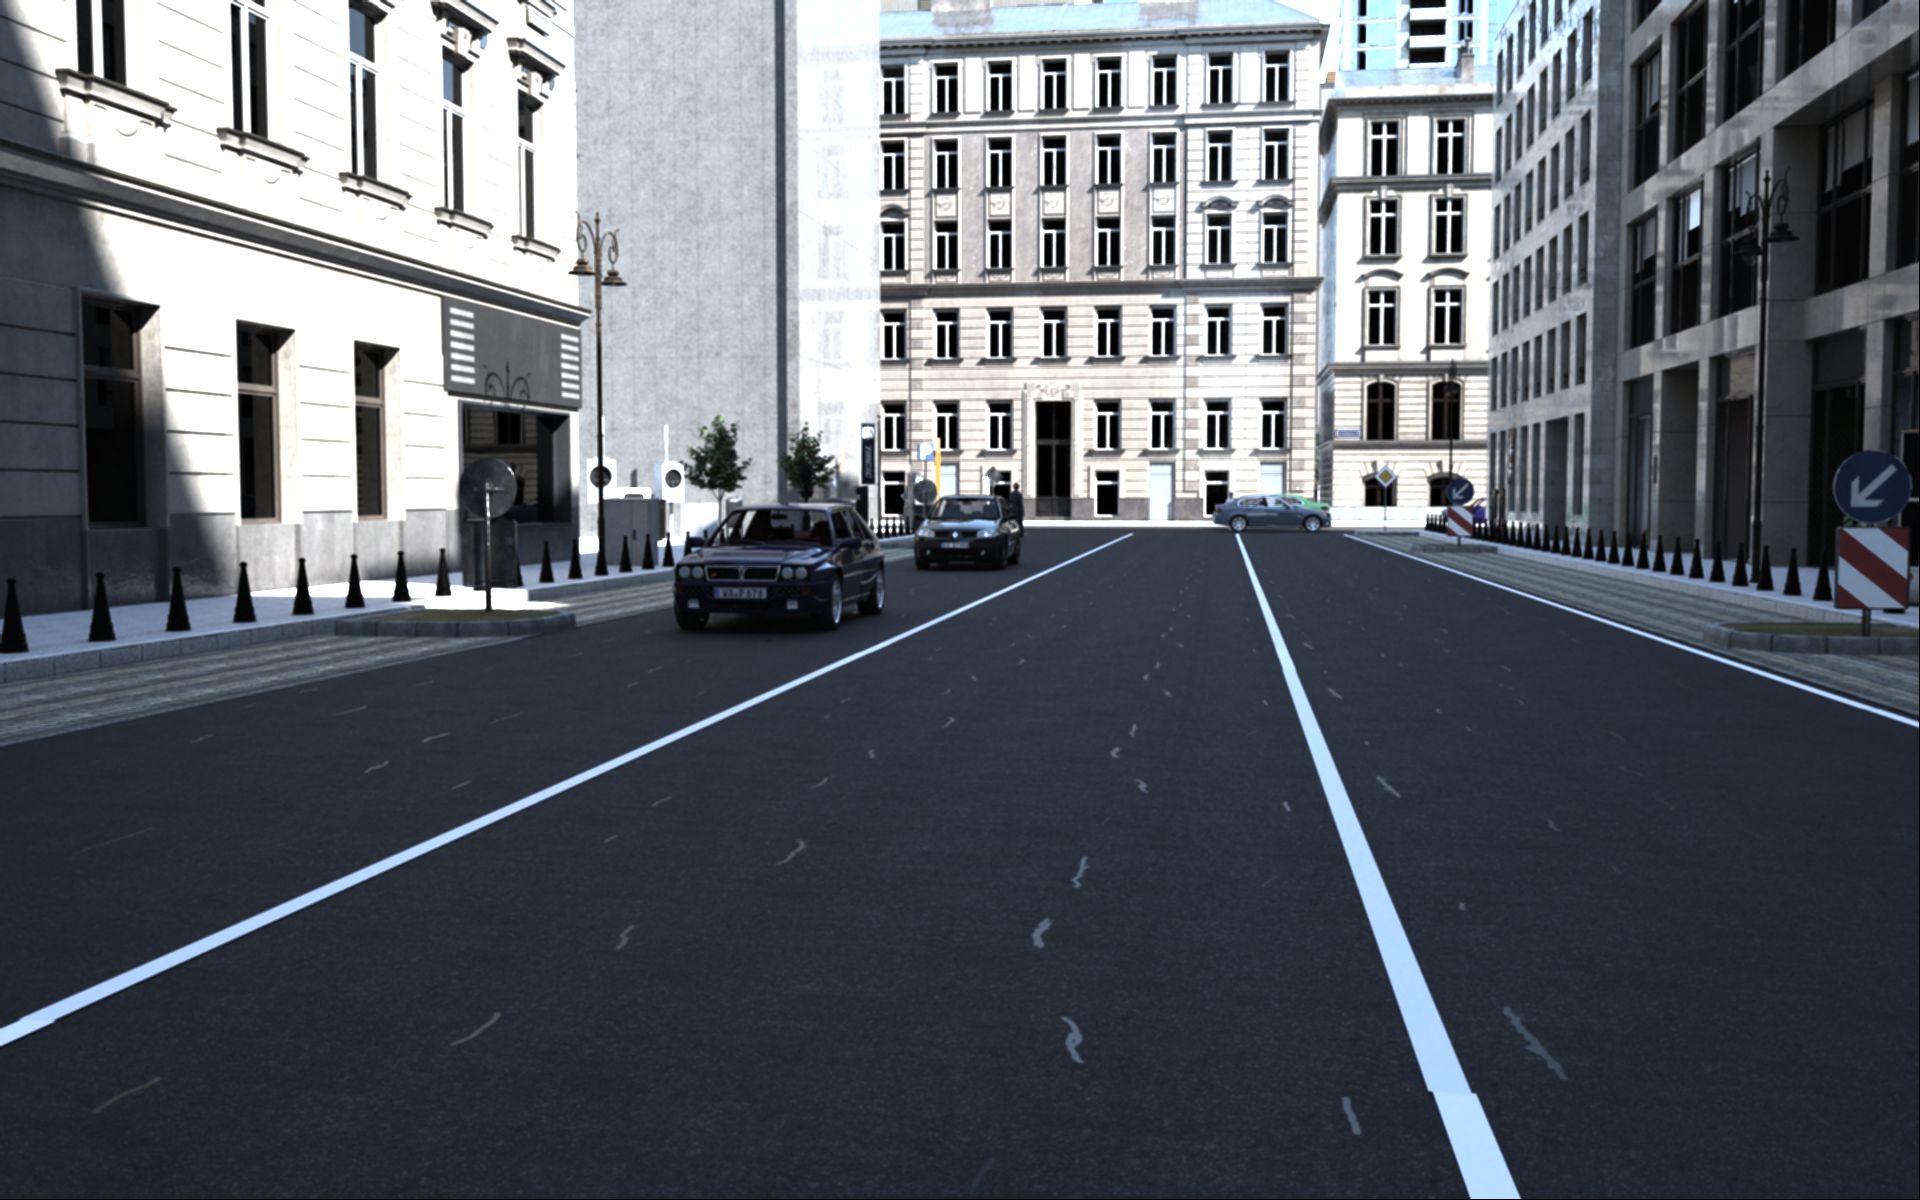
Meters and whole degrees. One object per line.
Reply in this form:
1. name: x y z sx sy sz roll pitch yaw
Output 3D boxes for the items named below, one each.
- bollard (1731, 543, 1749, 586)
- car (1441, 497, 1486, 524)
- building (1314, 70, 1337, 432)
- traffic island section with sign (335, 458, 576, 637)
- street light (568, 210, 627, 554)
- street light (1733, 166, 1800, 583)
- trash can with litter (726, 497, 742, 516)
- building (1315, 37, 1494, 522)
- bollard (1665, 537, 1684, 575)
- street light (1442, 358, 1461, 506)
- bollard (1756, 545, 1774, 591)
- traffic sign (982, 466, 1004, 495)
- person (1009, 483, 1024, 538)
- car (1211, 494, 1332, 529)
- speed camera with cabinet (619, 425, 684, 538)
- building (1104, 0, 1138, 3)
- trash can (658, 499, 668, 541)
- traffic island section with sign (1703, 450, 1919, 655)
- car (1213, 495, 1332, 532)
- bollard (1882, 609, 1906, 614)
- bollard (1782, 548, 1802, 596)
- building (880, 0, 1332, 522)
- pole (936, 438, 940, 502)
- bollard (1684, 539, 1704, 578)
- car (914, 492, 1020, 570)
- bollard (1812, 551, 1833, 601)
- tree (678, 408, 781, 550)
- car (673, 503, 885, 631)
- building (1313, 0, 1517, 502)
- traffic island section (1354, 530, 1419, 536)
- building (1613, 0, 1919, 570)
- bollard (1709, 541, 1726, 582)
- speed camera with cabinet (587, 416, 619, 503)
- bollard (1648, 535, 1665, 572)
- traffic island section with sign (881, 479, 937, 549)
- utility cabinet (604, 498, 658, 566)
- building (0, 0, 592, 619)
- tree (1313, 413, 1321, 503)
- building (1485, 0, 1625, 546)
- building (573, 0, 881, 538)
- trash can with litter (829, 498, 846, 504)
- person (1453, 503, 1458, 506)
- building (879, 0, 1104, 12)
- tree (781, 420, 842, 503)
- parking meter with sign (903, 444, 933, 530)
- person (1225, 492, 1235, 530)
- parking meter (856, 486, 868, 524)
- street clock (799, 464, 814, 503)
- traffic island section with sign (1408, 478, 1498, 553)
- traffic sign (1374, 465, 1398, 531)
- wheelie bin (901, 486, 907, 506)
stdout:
1. bollard: 10.905 -0.498 24.192 0.229 0.601 0.229 0 3 0
2. car: 22.332 -3.707 73.190 3.894 1.354 1.945 0 4 8
3. building: 43.949 -43.025 245.455 28.212 58.520 21.231 1 4 9
4. traffic island section with sign: -5.166 -0.585 18.197 1.989 1.847 2.006 1 4 9
5. street light: -5.941 -3.411 28.551 0.468 5.910 1.993 1 4 9
6. street light: 11.515 -3.186 24.882 0.468 5.910 1.993 1 4 9
7. trash can with litter: -5.893 -2.267 48.127 1.678 1.210 2.233 3 5 44
8. building: 35.025 -16.169 83.450 34.723 24.649 14.460 1 4 9
9. bollard: 11.412 -0.704 27.546 0.229 0.601 0.229 0 3 0
10. street light: 16.775 -5.283 59.165 0.468 5.910 1.993 1 4 9
11. bollard: 10.738 -0.431 23.085 0.229 0.601 0.229 0 3 0
12. traffic sign: 1.178 -3.581 62.192 0.795 2.450 0.064 1 4 9
13. person: 1.662 -2.593 51.322 0.576 1.772 0.534 1 4 16
14. car: 12.863 -3.653 71.521 4.920 1.459 2.131 1 4 9
15. speed camera with cabinet: -8.921 -3.370 49.428 2.038 3.252 0.660 -3 4 -37
16. building: 14.557 -57.353 250.387 31.000 86.520 22.319 1 4 9
17. trash can: -8.324 -2.173 47.186 0.748 1.137 0.748 0 3 0
18. traffic island section with sign: 8.171 -0.468 16.285 1.989 1.847 2.006 1 4 9
19. car: 11.966 -3.326 66.383 4.499 1.417 2.014 1 4 9
20. bollard: 10.070 -0.160 18.655 0.229 0.601 0.229 0 3 0
21. bollard: 10.570 -0.363 21.975 0.229 0.601 0.229 0 3 0
22. building: 5.205 -17.674 86.227 25.104 27.353 12.463 1 4 9
23. pole: -0.799 -4.233 63.049 0.158 3.312 0.155 0 3 0
24. bollard: 11.242 -0.635 26.423 0.229 0.601 0.229 0 3 0
25. car: 0.182 -1.494 34.212 2.009 1.686 4.222 0 4 8
26. bollard: 10.405 -0.295 20.868 0.229 0.601 0.229 0 3 0
27. tree: -5.290 -2.705 38.834 1.663 3.219 1.824 0 3 0
28. car: -1.967 -0.423 19.498 1.945 1.354 3.894 0 4 8
29. building: 46.697 -52.590 172.522 22.319 86.520 31.000 1 4 9
30. traffic island section: 14.790 -2.319 60.199 2.009 0.180 2.903 1 4 9
31. building: 22.864 -13.376 23.213 19.350 26.468 34.151 1 4 9
32. bollard: 11.072 -0.566 25.303 0.229 0.601 0.229 0 3 0
33. speed camera with cabinet: -9.761 -3.026 43.807 2.038 3.252 0.660 0 4 -8
34. bollard: 11.580 -0.772 28.664 0.229 0.601 0.229 0 3 0
35. traffic island section with sign: -0.950 -2.290 46.063 1.989 1.847 2.006 1 4 9
36. utility cabinet: -5.924 -1.223 31.152 1.020 1.237 0.306 2 4 27
37. building: -18.071 -14.606 15.215 17.030 29.872 44.131 1 4 9
38. tree: 31.383 -12.607 156.482 4.360 8.622 3.978 0 3 0
39. building: 21.765 -11.900 49.311 10.420 20.320 16.860 1 4 9
40. building: -13.548 -14.599 56.723 19.932 24.808 12.078 1 4 9
41. trash can with litter: -3.570 -2.476 51.874 0.624 1.170 1.055 -1 4 -17
42. person: 19.499 -3.524 67.574 0.517 1.644 0.566 -2 4 -29
43. building: -1.390 -35.222 165.118 28.713 52.752 27.495 1 4 9
44. tree: -3.928 -3.104 45.350 1.663 3.219 1.824 0 3 0
45. parking meter with sign: -1.534 -3.956 60.944 0.543 3.016 1.738 -2 4 -24
46. person: 10.744 -3.500 68.313 0.503 1.515 0.523 -2 4 -34
47. parking meter: -2.978 -2.710 52.715 0.372 1.533 0.369 0 3 0
48. street clock: -3.649 -2.238 41.166 0.358 2.002 0.471 0 4 -2
49. traffic island section with sign: 12.223 -2.107 43.078 1.989 1.847 2.006 1 4 9
50. traffic sign: 14.766 -3.455 60.125 0.795 2.450 0.064 1 4 9
51. wheelie bin: -1.661 -3.357 62.789 0.980 1.594 0.693 0 4 2
